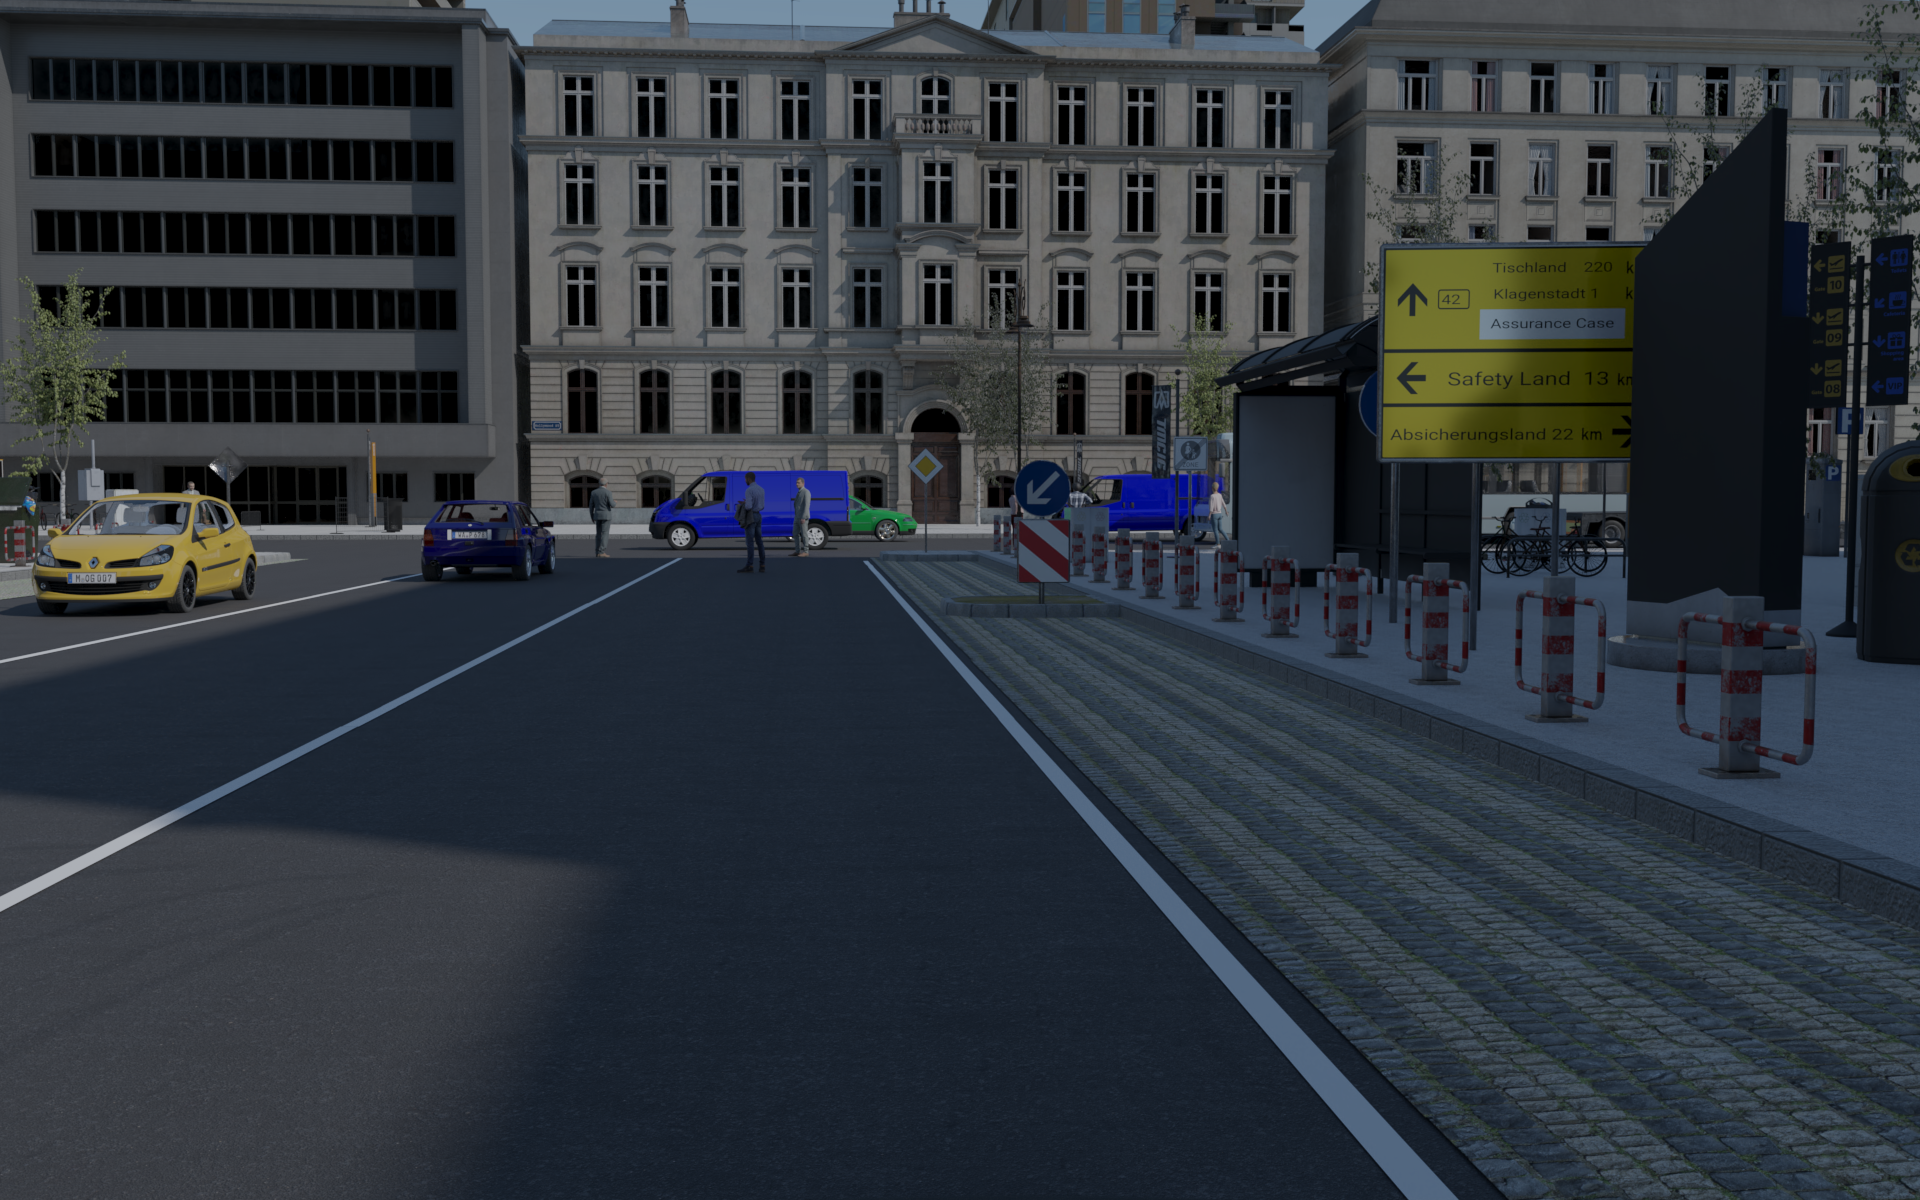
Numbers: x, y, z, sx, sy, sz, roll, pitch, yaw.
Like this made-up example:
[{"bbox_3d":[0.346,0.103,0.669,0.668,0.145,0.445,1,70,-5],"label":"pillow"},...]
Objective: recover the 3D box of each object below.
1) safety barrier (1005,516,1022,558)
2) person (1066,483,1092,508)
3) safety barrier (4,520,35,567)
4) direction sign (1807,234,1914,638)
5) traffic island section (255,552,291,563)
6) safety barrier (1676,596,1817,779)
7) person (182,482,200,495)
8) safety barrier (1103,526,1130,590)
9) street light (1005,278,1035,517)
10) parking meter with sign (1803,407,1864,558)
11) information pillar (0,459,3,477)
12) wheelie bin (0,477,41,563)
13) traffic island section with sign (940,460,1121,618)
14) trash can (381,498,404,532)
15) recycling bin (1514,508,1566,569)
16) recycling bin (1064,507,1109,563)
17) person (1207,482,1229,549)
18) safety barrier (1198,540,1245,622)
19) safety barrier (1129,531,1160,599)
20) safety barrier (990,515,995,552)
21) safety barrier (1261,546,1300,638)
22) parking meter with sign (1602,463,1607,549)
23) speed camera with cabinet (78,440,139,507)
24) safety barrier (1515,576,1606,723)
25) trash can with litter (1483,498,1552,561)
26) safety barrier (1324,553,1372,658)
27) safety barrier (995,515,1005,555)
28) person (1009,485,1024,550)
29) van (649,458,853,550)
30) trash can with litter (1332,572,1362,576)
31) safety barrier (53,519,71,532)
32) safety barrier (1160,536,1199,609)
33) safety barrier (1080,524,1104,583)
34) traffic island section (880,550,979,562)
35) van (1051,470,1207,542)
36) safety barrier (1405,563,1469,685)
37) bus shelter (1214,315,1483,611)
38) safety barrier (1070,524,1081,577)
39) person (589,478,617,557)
[{"bbox_3d":[1.164,-1.249,34.688,0.300,0.817,1.120,0,4,-5],"label":"safety barrier"},{"bbox_3d":[3.115,-2.264,46.234,0.841,1.734,0.376,1,4,8],"label":"person"},{"bbox_3d":[-16.519,-0.988,30.431,0.300,0.817,1.120,0,4,-5],"label":"safety barrier"},{"bbox_3d":[8.019,-1.438,15.516,0.379,3.537,0.876,-3,4,-38],"label":"direction sign"},{"bbox_3d":[-15.460,-0.878,36.635,2.009,0.180,2.903,0,4,-5],"label":"traffic island section"},{"bbox_3d":[3.546,0.392,7.859,0.300,0.817,1.120,0,4,-5],"label":"safety barrier"},{"bbox_3d":[-23.732,-2.750,53.583,0.709,1.813,0.853,-3,5,-44],"label":"person"},{"bbox_3d":[2.189,-0.544,23.165,0.300,0.817,1.120,0,4,-5],"label":"safety barrier"},{"bbox_3d":[1.278,-3.946,37.301,0.468,5.910,1.993,0,4,-5],"label":"street light"},{"bbox_3d":[17.800,-2.410,35.664,0.543,3.016,1.738,0,4,-4],"label":"parking meter with sign"},{"bbox_3d":[-20.389,-1.960,36.533,0.304,2.012,0.304,0,4,-1],"label":"information pillar"},{"bbox_3d":[-17.590,-1.487,32.227,0.980,1.594,0.693,0,4,2],"label":"wheelie bin"},{"bbox_3d":[0.787,-0.748,20.857,1.989,1.847,2.006,0,4,-5],"label":"traffic island section with sign"},{"bbox_3d":[-19.207,-2.876,58.673,0.748,1.137,0.748,0,3,0],"label":"trash can"},{"bbox_3d":[10.081,-1.073,30.101,0.722,1.027,0.722,2,4,33],"label":"recycling bin"},{"bbox_3d":[2.384,-1.232,32.692,0.722,1.027,0.722,0,4,-8],"label":"recycling bin"},{"bbox_3d":[6.880,-2.222,45.502,0.598,1.740,0.731,2,4,32],"label":"person"},{"bbox_3d":[2.701,-0.192,17.414,0.300,0.817,1.120,0,4,-5],"label":"safety barrier"},{"bbox_3d":[2.358,-0.426,21.241,0.300,0.817,1.120,0,4,-5],"label":"safety barrier"},{"bbox_3d":[0.827,-1.482,38.513,0.300,0.817,1.120,0,4,-5],"label":"safety barrier"},{"bbox_3d":[2.868,-0.075,15.504,0.300,0.817,1.120,0,4,-5],"label":"safety barrier"},{"bbox_3d":[15.663,-2.657,39.708,1.738,3.016,0.543,1,4,20],"label":"parking meter with sign"},{"bbox_3d":[-31.363,-4.248,63.792,0.660,3.252,2.038,2,4,31],"label":"speed camera with cabinet"},{"bbox_3d":[3.375,0.275,9.777,0.300,0.817,1.120,0,4,-5],"label":"safety barrier"},{"bbox_3d":[10.819,-1.382,33.650,2.233,1.210,1.678,0,4,-4],"label":"trash can with litter"},{"bbox_3d":[3.038,0.042,13.595,0.300,0.817,1.120,0,4,-5],"label":"safety barrier"},{"bbox_3d":[0.997,-1.366,36.604,0.300,0.817,1.120,0,4,-5],"label":"safety barrier"},{"bbox_3d":[1.505,-2.032,43.190,0.566,1.644,0.517,0,4,3],"label":"person"},{"bbox_3d":[-5.422,-2.482,44.971,5.245,2.365,2.240,0,4,-5],"label":"van"},{"bbox_3d":[6.099,-0.971,27.270,0.624,1.170,1.055,2,4,24],"label":"trash can with litter"},{"bbox_3d":[-16.688,-1.106,32.351,0.300,0.817,1.120,0,4,-5],"label":"safety barrier"},{"bbox_3d":[2.530,-0.309,19.323,0.300,0.817,1.120,0,4,-5],"label":"safety barrier"},{"bbox_3d":[2.018,-0.661,25.080,0.300,0.817,1.120,0,4,-5],"label":"safety barrier"},{"bbox_3d":[-0.726,-0.957,37.933,2.009,0.180,2.903,0,4,-5],"label":"traffic island section"},{"bbox_3d":[5.397,-2.963,52.825,5.245,2.365,2.240,0,4,-4],"label":"van"},{"bbox_3d":[3.208,0.158,11.686,0.300,0.817,1.120,0,4,-5],"label":"safety barrier"},{"bbox_3d":[4.745,-1.675,21.315,2.014,3.302,5.546,0,4,-5],"label":"bus shelter"},{"bbox_3d":[1.850,-0.778,26.989,0.300,0.817,1.120,0,4,-5],"label":"safety barrier"},{"bbox_3d":[-8.072,-1.875,39.332,0.661,1.801,0.590,1,4,19],"label":"person"}]
